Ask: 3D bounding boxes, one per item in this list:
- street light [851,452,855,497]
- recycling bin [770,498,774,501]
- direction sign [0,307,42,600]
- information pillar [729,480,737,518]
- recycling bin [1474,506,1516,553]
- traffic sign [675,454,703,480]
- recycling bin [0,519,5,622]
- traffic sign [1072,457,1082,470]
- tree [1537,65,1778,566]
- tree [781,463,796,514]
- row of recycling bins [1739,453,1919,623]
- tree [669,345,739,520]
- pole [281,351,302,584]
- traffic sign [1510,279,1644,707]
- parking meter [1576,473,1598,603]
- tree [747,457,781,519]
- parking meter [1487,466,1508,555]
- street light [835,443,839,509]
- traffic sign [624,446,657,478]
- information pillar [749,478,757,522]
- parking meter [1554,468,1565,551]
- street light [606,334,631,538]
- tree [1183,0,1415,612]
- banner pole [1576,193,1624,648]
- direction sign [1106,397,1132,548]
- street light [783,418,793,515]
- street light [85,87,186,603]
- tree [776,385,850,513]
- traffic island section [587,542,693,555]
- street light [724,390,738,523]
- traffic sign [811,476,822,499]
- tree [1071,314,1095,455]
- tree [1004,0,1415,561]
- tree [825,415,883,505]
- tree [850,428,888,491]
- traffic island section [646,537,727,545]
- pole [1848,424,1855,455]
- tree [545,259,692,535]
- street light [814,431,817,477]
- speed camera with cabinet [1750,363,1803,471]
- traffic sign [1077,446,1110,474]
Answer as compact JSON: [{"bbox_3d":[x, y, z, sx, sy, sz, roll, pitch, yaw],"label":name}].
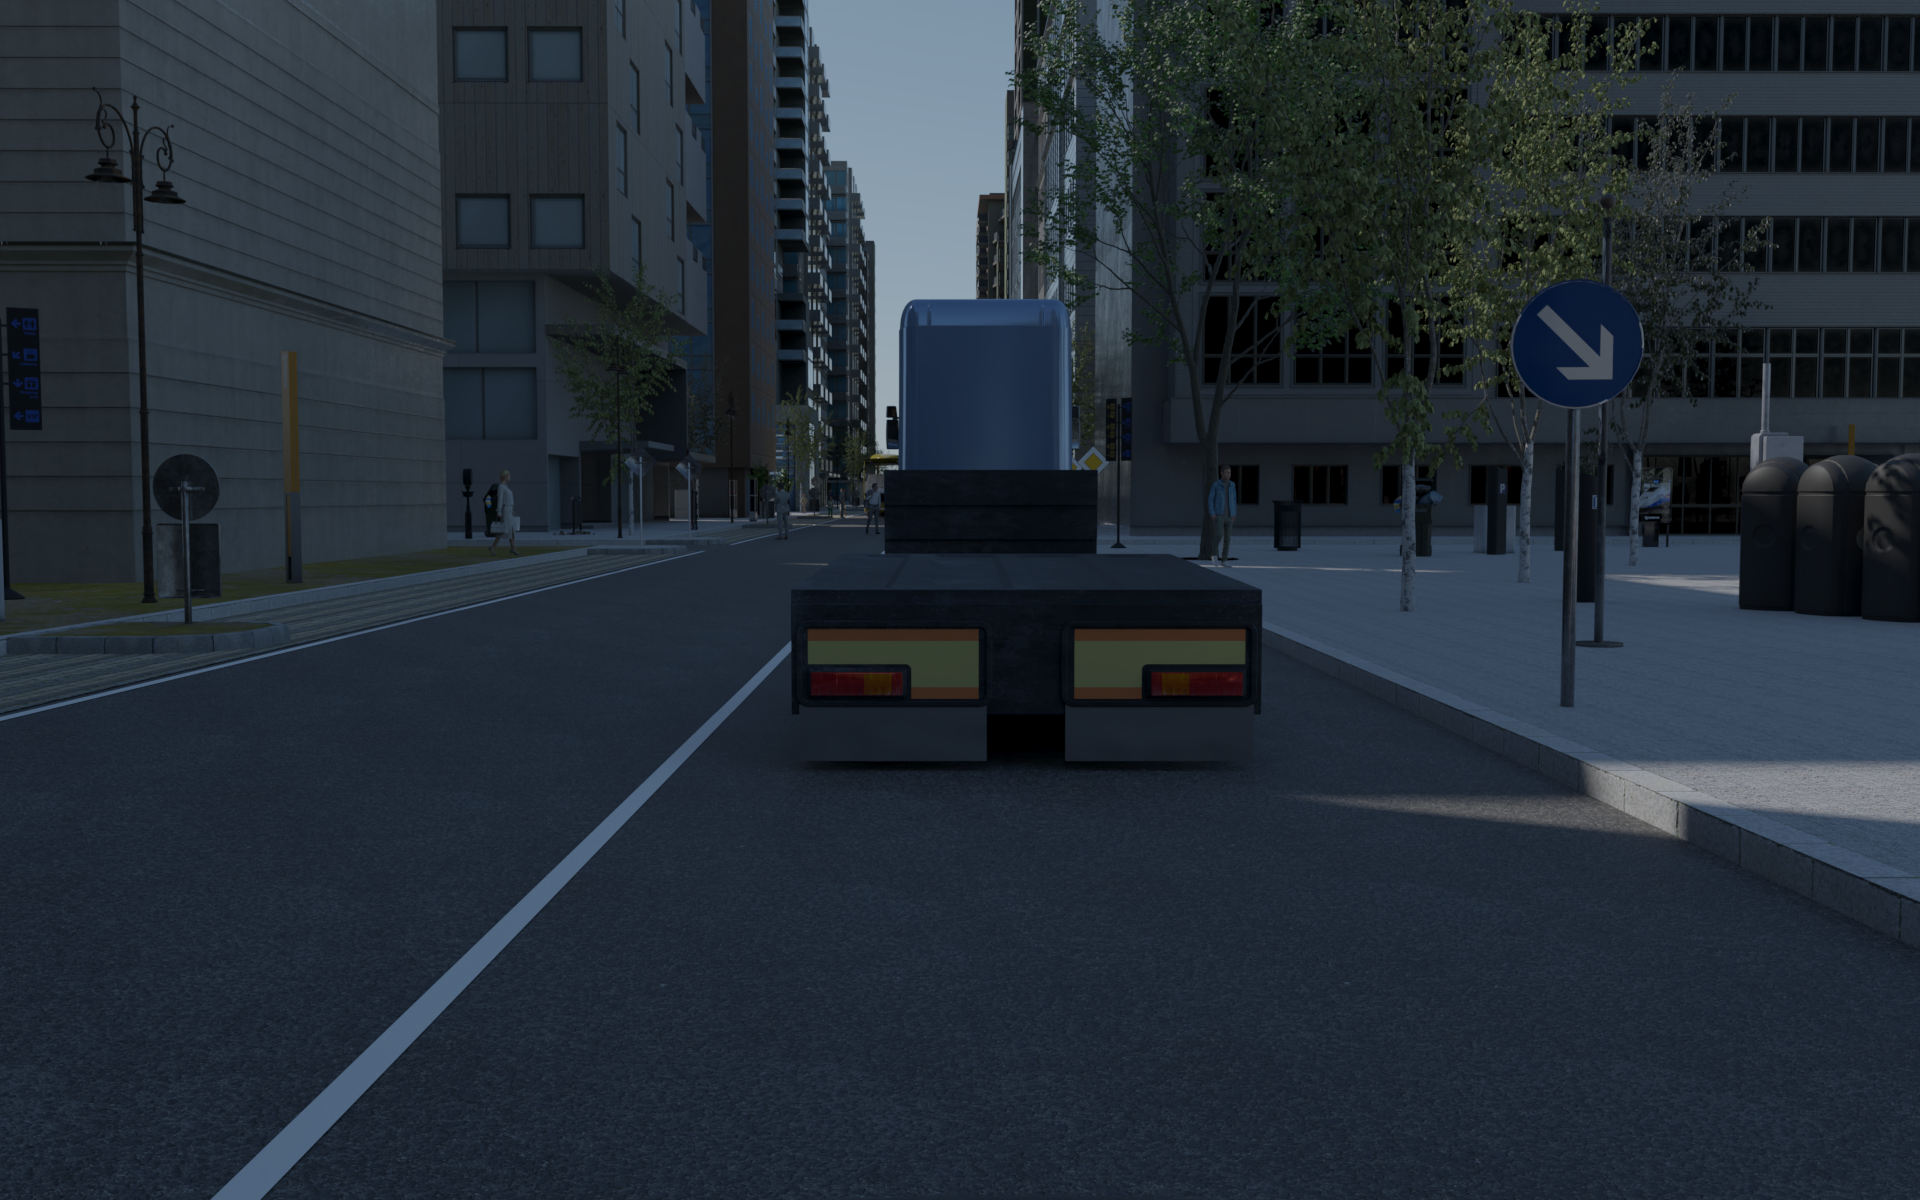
[{"bbox_3d":[-11.089,-12.672,179.976,0.468,5.910,1.993,0,4,-1],"label":"street light"},{"bbox_3d":[-12.723,-6.260,114.909,0.722,1.027,0.722,1,4,12],"label":"recycling bin"},{"bbox_3d":[-11.613,-1.774,21.004,0.876,3.537,0.379,-2,4,-34],"label":"direction sign"},{"bbox_3d":[-11.945,-5.309,91.287,0.304,2.012,0.304,1,4,20],"label":"information pillar"},{"bbox_3d":[11.643,-1.539,37.722,0.722,1.027,0.722,0,4,1],"label":"recycling bin"},{"bbox_3d":[-7.819,-2.920,49.930,0.795,2.593,0.064,0,4,-1],"label":"traffic sign"},{"bbox_3d":[-10.109,-0.297,17.409,0.722,1.027,0.722,-3,5,-44],"label":"recycling bin"},{"bbox_3d":[3.175,-2.925,50.018,0.795,2.593,0.064,0,4,-1],"label":"traffic sign"},{"bbox_3d":[12.231,-4.929,30.955,4.360,8.622,3.978,0,3,0],"label":"tree"},{"bbox_3d":[-11.111,-7.037,109.662,1.663,3.219,1.824,0,3,0],"label":"tree"},{"bbox_3d":[9.588,-0.666,17.997,1.069,1.692,3.534,-1,4,-21],"label":"row of recycling bins"},{"bbox_3d":[-13.119,-8.325,86.471,4.360,8.622,3.978,0,3,0],"label":"tree"},{"bbox_3d":[-9.585,-1.895,24.828,0.158,3.312,0.155,0,3,0],"label":"pole"},{"bbox_3d":[3.669,-0.629,10.385,0.768,2.556,0.104,0,4,6],"label":"traffic sign"},{"bbox_3d":[7.418,-0.744,20.576,0.372,1.533,0.369,0,3,0],"label":"parking meter"},{"bbox_3d":[-10.339,-5.866,90.515,1.663,3.219,1.824,0,3,0],"label":"tree"},{"bbox_3d":[11.365,-1.891,36.634,0.399,1.863,0.255,-3,4,-38],"label":"parking meter"},{"bbox_3d":[-10.871,-11.053,153.507,0.468,5.910,1.993,0,4,-1],"label":"street light"},{"bbox_3d":[-7.740,-2.432,41.946,0.795,2.593,0.064,0,4,-1],"label":"traffic sign"},{"bbox_3d":[-9.637,-4.663,80.735,0.304,2.012,0.304,1,4,12],"label":"information pillar"},{"bbox_3d":[13.598,-2.040,39.072,0.255,1.863,0.399,2,4,34],"label":"parking meter"},{"bbox_3d":[-9.889,-4.735,50.204,0.468,5.910,1.993,0,4,-1],"label":"street light"},{"bbox_3d":[4.666,-4.179,18.697,4.737,8.622,4.395,0,3,0],"label":"tree"},{"bbox_3d":[5.304,-1.486,14.317,0.401,3.779,0.863,2,4,24],"label":"banner pole"},{"bbox_3d":[3.754,-2.996,40.978,0.379,3.537,0.876,-3,4,-38],"label":"direction sign"},{"bbox_3d":[-10.310,-8.026,104.009,0.468,5.910,1.993,0,4,-1],"label":"street light"},{"bbox_3d":[-9.561,-2.903,20.249,0.468,5.910,1.993,0,4,-1],"label":"street light"},{"bbox_3d":[-10.645,-10.260,118.111,4.737,8.622,4.395,0,3,0],"label":"tree"},{"bbox_3d":[-7.763,-1.207,42.012,2.009,0.180,2.903,0,4,-1],"label":"traffic island section"},{"bbox_3d":[-10.138,-6.368,76.910,0.468,5.910,1.993,0,4,-1],"label":"street light"},{"bbox_3d":[-10.258,-7.555,123.636,0.768,2.556,0.104,0,4,1],"label":"traffic sign"},{"bbox_3d":[4.544,-7.441,72.023,4.737,8.622,4.395,0,3,0],"label":"tree"},{"bbox_3d":[4.747,-6.568,33.149,9.928,11.665,9.643,0,3,0],"label":"tree"},{"bbox_3d":[-12.350,-16.335,201.492,8.767,10.594,7.601,2,4,27],"label":"tree"},{"bbox_3d":[-11.423,-14.882,193.682,4.737,8.622,4.395,0,3,0],"label":"tree"},{"bbox_3d":[-7.842,-1.695,49.997,2.009,0.180,2.903,0,4,-1],"label":"traffic island section"},{"bbox_3d":[26.041,-3.476,50.670,0.158,3.312,0.155,0,3,0],"label":"pole"},{"bbox_3d":[-10.475,-6.318,53.664,4.737,8.622,4.395,0,3,0],"label":"tree"},{"bbox_3d":[-10.648,-9.434,127.038,0.468,5.910,1.993,0,4,-1],"label":"street light"},{"bbox_3d":[12.324,-1.913,25.608,0.660,3.252,2.038,0,4,6],"label":"speed camera with cabinet"},{"bbox_3d":[3.254,-2.437,42.033,0.795,2.593,0.064,0,4,-1],"label":"traffic sign"}]
